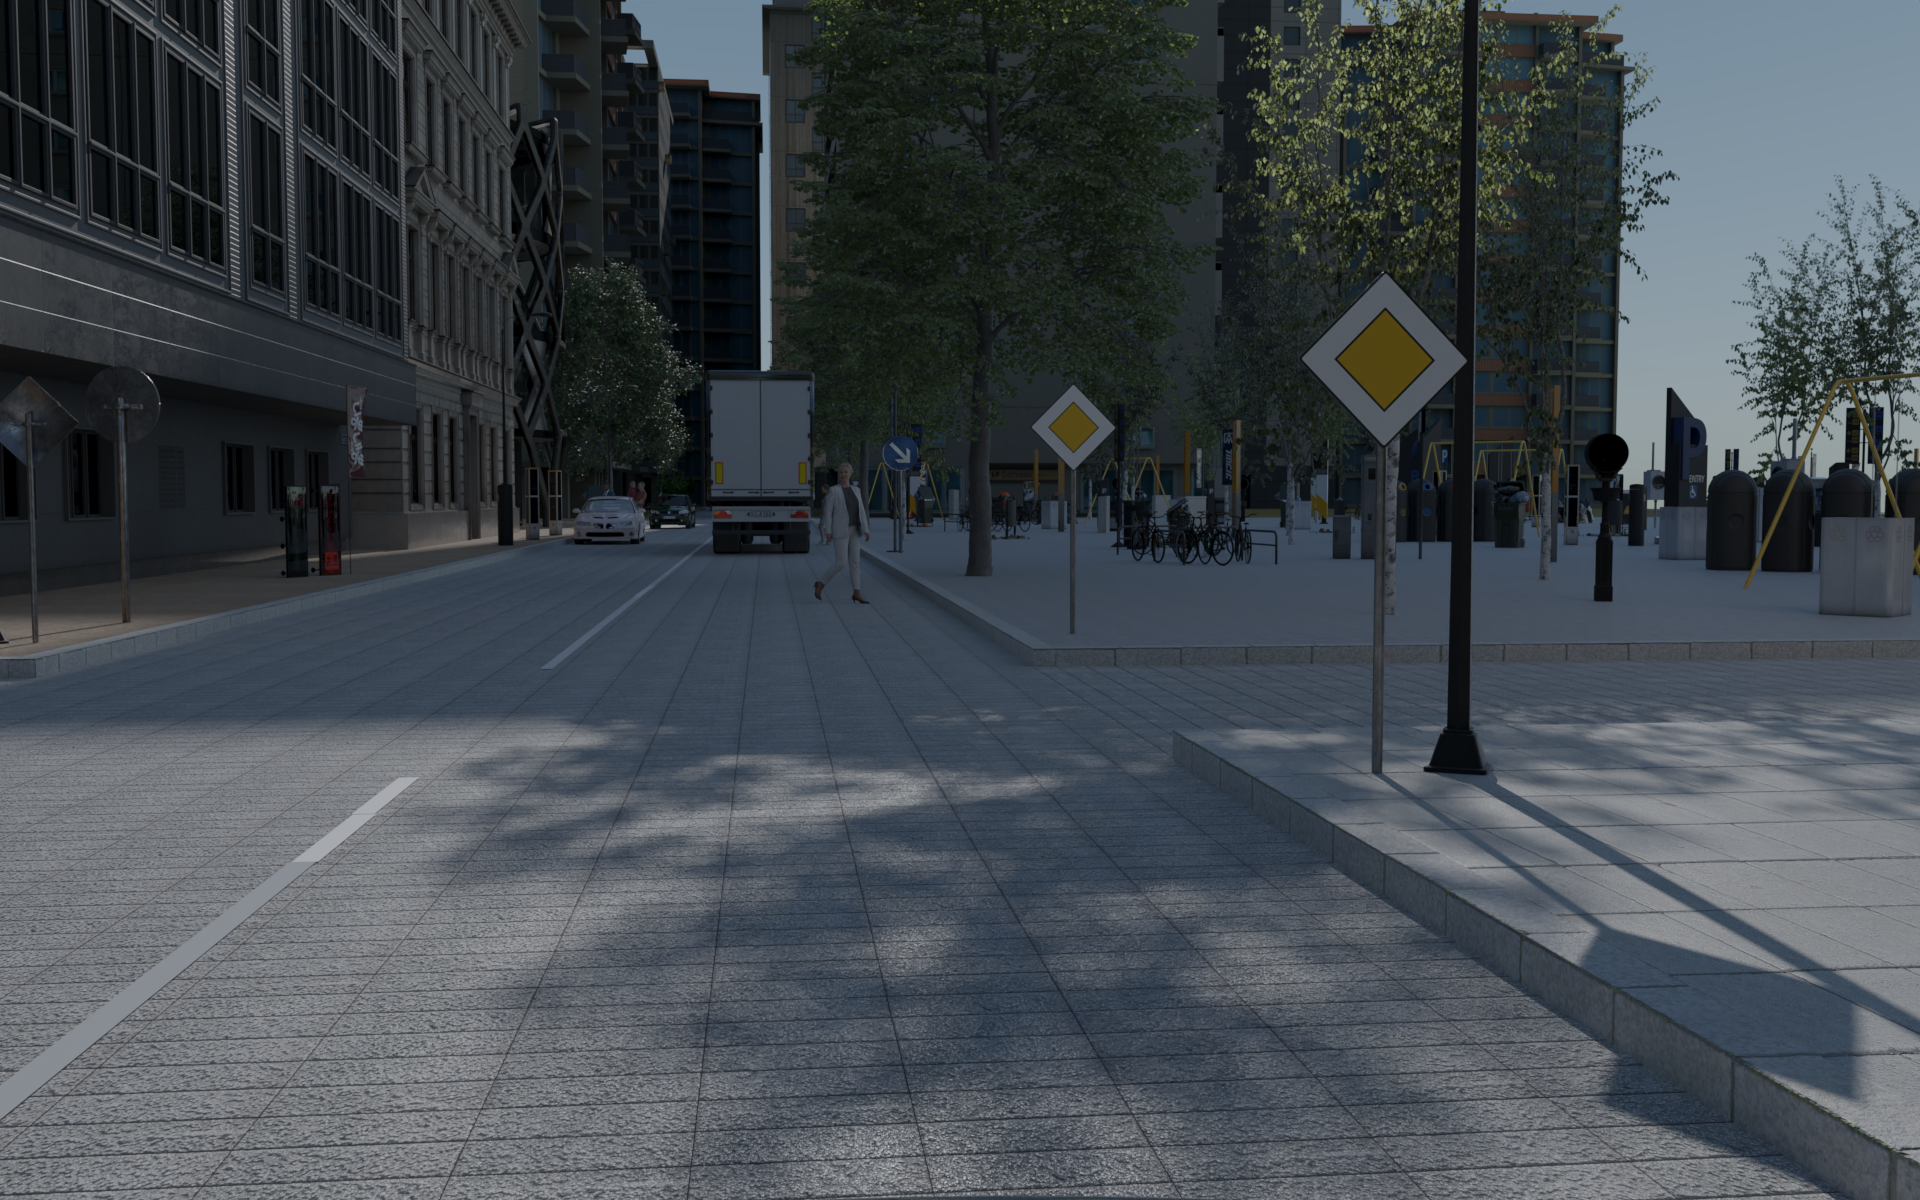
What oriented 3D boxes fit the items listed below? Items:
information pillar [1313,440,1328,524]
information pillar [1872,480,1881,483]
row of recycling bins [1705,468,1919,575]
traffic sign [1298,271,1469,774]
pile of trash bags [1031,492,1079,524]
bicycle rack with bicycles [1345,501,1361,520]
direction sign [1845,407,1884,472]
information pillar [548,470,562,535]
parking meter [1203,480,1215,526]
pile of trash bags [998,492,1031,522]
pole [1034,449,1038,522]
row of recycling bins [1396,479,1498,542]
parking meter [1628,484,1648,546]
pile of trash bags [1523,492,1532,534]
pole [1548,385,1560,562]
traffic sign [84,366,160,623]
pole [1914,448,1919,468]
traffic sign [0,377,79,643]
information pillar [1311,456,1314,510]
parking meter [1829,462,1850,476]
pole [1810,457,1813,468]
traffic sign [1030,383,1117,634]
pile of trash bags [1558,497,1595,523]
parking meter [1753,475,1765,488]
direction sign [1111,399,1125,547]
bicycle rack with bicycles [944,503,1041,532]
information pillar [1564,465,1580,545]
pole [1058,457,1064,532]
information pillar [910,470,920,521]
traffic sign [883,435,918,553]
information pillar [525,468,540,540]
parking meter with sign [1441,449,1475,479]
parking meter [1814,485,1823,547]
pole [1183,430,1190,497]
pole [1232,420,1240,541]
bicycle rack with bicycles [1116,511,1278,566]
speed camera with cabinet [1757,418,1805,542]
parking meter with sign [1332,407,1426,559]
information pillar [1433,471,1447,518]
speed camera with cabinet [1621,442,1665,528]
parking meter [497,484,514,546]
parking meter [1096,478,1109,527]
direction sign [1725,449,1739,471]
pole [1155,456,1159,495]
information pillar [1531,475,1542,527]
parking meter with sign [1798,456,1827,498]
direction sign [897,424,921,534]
[{"bbox_3d":[15.547,-5.071,74.260,0.504,3.616,0.183,2,4,27],"label":"information pillar"},{"bbox_3d":[48.174,-5.299,91.127,0.304,2.012,0.304,-3,4,-36],"label":"information pillar"},{"bbox_3d":[14.140,-1.306,28.471,3.534,1.692,1.069,3,4,36],"label":"row of recycling bins"},{"bbox_3d":[1.914,-0.260,7.901,0.795,2.450,0.064,0,4,-6],"label":"traffic sign"},{"bbox_3d":[4.255,-4.048,75.943,1.912,1.369,3.447,0,4,4],"label":"pile of trash bags"},{"bbox_3d":[20.448,-4.507,87.067,2.852,0.926,2.925,-1,4,-11],"label":"bicycle rack with bicycles"},{"bbox_3d":[23.582,-3.256,45.231,0.876,3.537,0.379,2,4,27],"label":"direction sign"},{"bbox_3d":[-12.574,-3.017,53.819,0.304,2.012,0.304,1,4,18],"label":"information pillar"},{"bbox_3d":[10.073,-3.935,70.050,0.399,1.863,0.255,-2,4,-26],"label":"parking meter"},{"bbox_3d":[2.905,-4.417,81.969,1.912,1.369,3.447,-3,4,-36],"label":"pile of trash bags"},{"bbox_3d":[3.469,-5.215,79.102,0.158,3.312,0.155,0,3,0],"label":"pole"},{"bbox_3d":[12.814,-2.418,46.649,3.534,1.692,1.069,-1,4,-11],"label":"row of recycling bins"},{"bbox_3d":[16.726,-2.104,42.810,0.372,1.533,0.369,0,3,0],"label":"parking meter"},{"bbox_3d":[16.768,-2.837,56.129,1.912,1.369,3.447,-1,4,-14],"label":"pile of trash bags"},{"bbox_3d":[11.155,-2.371,32.605,0.158,3.312,0.155,0,3,0],"label":"pole"},{"bbox_3d":[-8.329,-1.047,17.230,0.768,2.556,0.104,0,4,3],"label":"traffic sign"},{"bbox_3d":[42.648,-5.104,77.301,0.158,3.312,0.155,0,3,0],"label":"pole"},{"bbox_3d":[-7.962,-0.686,14.859,0.795,2.450,0.064,0,4,-6],"label":"traffic sign"},{"bbox_3d":[17.866,-5.845,86.919,0.504,3.616,0.183,2,4,26],"label":"information pillar"},{"bbox_3d":[16.201,-1.606,31.965,0.255,1.863,0.399,0,4,8],"label":"parking meter"},{"bbox_3d":[47.136,-6.239,95.849,0.158,3.312,0.155,0,3,0],"label":"pole"},{"bbox_3d":[1.029,-0.746,15.838,0.795,2.450,0.064,0,4,-6],"label":"traffic sign"},{"bbox_3d":[26.558,-4.124,77.185,1.912,1.369,3.447,-3,5,-39],"label":"pile of trash bags"},{"bbox_3d":[24.494,-2.909,53.268,0.399,1.863,0.255,0,4,7],"label":"parking meter"},{"bbox_3d":[3.833,-3.042,41.732,0.379,3.537,0.876,-1,4,-9],"label":"direction sign"},{"bbox_3d":[0.716,-2.802,59.192,2.852,0.926,2.925,-2,4,-28],"label":"bicycle rack with bicycles"},{"bbox_3d":[15.402,-2.393,43.610,0.304,2.012,0.304,0,4,7],"label":"information pillar"},{"bbox_3d":[3.426,-3.958,58.561,0.158,3.312,0.155,0,3,0],"label":"pole"},{"bbox_3d":[-2.104,-5.508,81.403,0.504,3.616,0.183,0,4,-2],"label":"information pillar"},{"bbox_3d":[-1.295,-2.295,37.631,0.768,2.556,0.104,0,4,-3],"label":"traffic sign"},{"bbox_3d":[-11.963,-2.688,48.437,0.304,2.012,0.304,-2,4,-34],"label":"information pillar"},{"bbox_3d":[19.582,-4.337,67.171,1.738,3.016,0.543,-1,4,-11],"label":"parking meter with sign"},{"bbox_3d":[20.937,-2.056,42.031,0.372,1.533,0.369,0,3,0],"label":"parking meter"},{"bbox_3d":[7.279,-3.778,55.618,0.158,3.312,0.155,0,3,0],"label":"pole"},{"bbox_3d":[7.617,-3.299,47.790,0.158,3.312,0.155,0,3,0],"label":"pole"},{"bbox_3d":[4.638,-1.145,32.097,2.852,0.926,2.925,-1,4,-10],"label":"bicycle rack with bicycles"},{"bbox_3d":[21.452,-3.152,45.871,0.660,3.252,2.038,-1,4,-11],"label":"speed camera with cabinet"},{"bbox_3d":[8.242,-2.316,34.130,1.738,3.016,0.543,1,4,11],"label":"parking meter with sign"},{"bbox_3d":[14.971,-3.034,54.103,0.304,2.012,0.304,-2,4,-25],"label":"information pillar"},{"bbox_3d":[25.790,-4.374,65.857,2.038,3.252,0.660,-1,4,-8],"label":"speed camera with cabinet"},{"bbox_3d":[-11.314,-2.122,43.099,0.372,1.533,0.369,0,3,0],"label":"parking meter"},{"bbox_3d":[5.319,-3.604,64.639,0.399,1.863,0.255,-1,4,-18],"label":"parking meter"},{"bbox_3d":[38.614,-5.793,86.710,0.379,3.537,0.876,-1,4,-22],"label":"direction sign"},{"bbox_3d":[10.488,-6.006,92.042,0.158,3.312,0.155,0,3,0],"label":"pole"},{"bbox_3d":[22.284,-3.817,66.900,0.304,2.012,0.304,2,4,35],"label":"information pillar"},{"bbox_3d":[39.224,-5.065,79.081,1.738,3.016,0.543,0,4,7],"label":"parking meter with sign"},{"bbox_3d":[-1.673,-3.898,55.729,0.876,3.537,0.379,-1,4,-16],"label":"direction sign"}]
